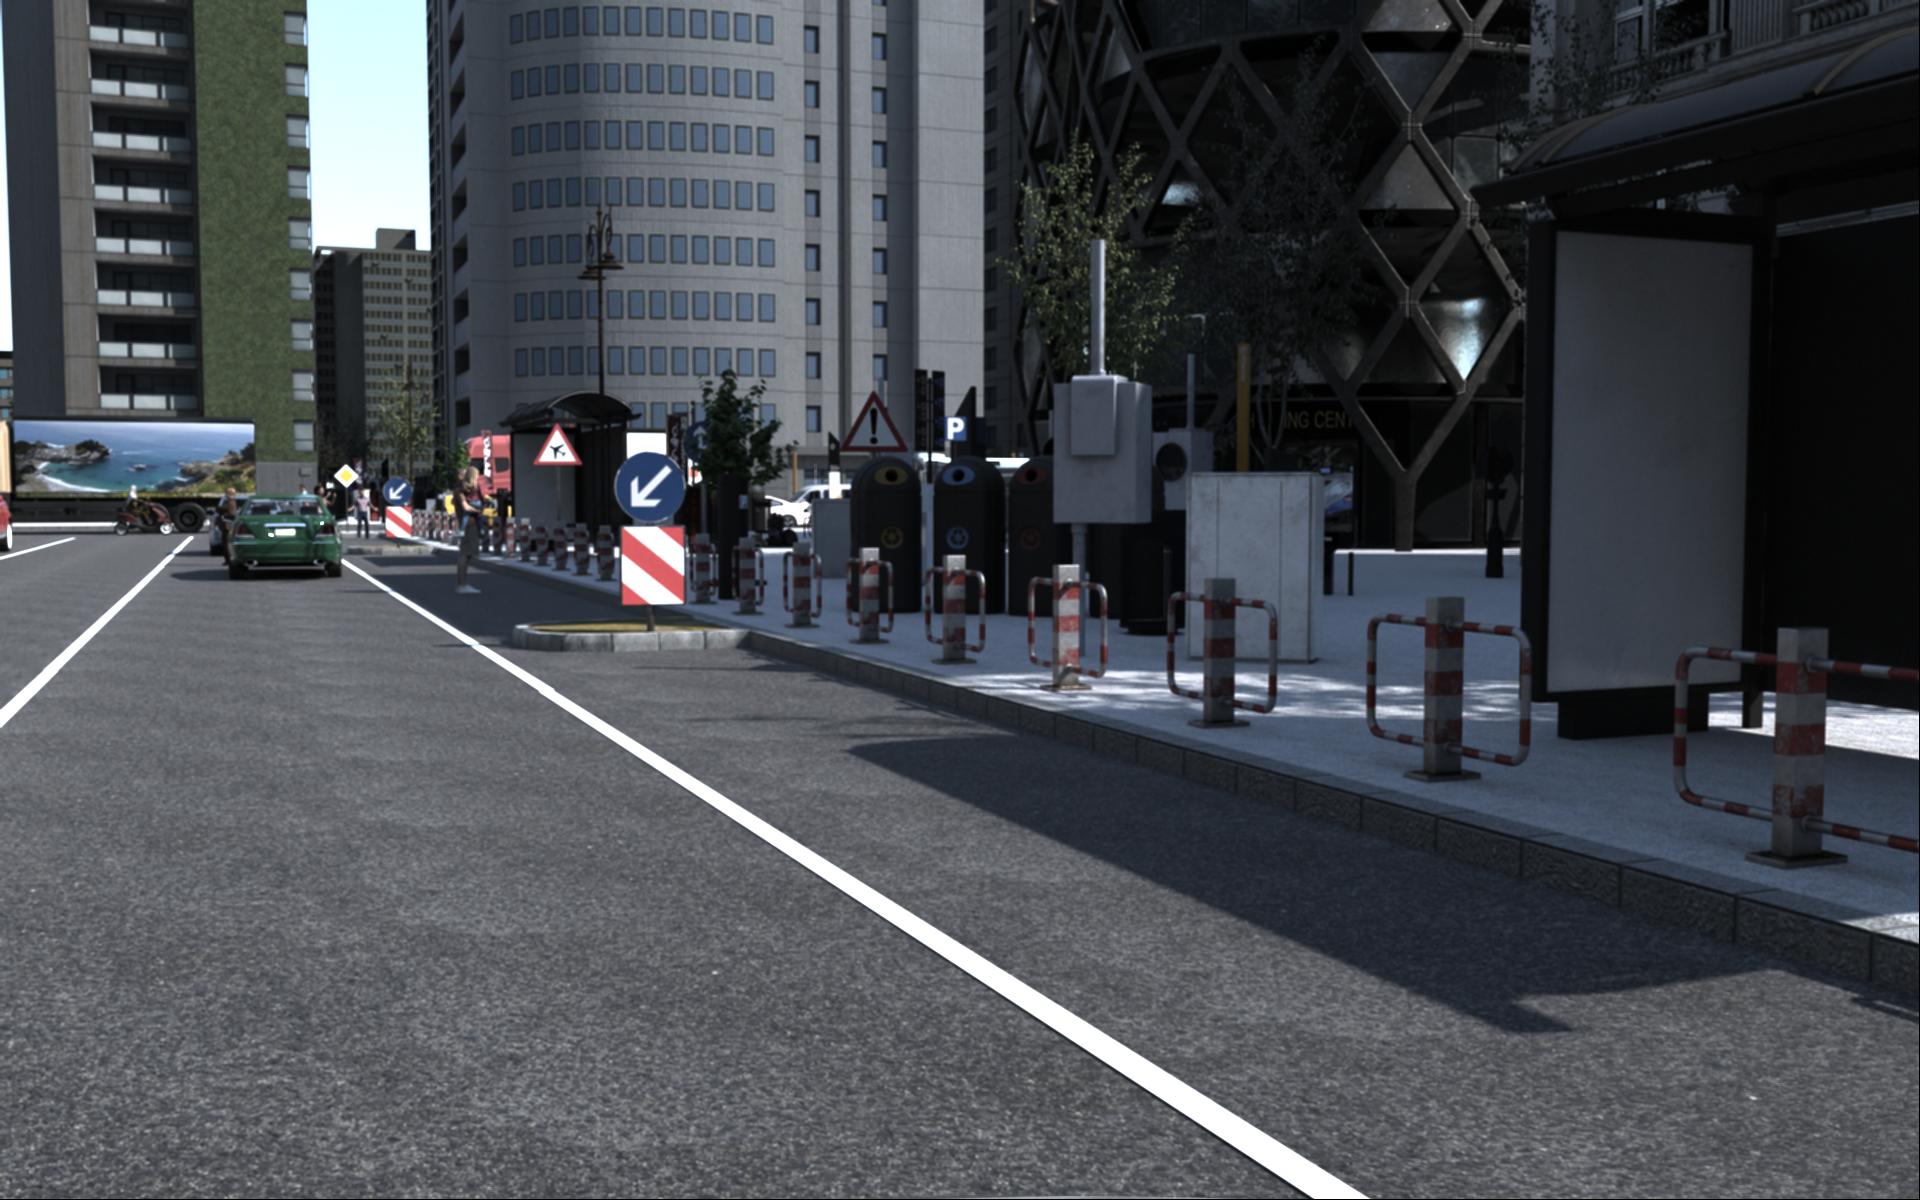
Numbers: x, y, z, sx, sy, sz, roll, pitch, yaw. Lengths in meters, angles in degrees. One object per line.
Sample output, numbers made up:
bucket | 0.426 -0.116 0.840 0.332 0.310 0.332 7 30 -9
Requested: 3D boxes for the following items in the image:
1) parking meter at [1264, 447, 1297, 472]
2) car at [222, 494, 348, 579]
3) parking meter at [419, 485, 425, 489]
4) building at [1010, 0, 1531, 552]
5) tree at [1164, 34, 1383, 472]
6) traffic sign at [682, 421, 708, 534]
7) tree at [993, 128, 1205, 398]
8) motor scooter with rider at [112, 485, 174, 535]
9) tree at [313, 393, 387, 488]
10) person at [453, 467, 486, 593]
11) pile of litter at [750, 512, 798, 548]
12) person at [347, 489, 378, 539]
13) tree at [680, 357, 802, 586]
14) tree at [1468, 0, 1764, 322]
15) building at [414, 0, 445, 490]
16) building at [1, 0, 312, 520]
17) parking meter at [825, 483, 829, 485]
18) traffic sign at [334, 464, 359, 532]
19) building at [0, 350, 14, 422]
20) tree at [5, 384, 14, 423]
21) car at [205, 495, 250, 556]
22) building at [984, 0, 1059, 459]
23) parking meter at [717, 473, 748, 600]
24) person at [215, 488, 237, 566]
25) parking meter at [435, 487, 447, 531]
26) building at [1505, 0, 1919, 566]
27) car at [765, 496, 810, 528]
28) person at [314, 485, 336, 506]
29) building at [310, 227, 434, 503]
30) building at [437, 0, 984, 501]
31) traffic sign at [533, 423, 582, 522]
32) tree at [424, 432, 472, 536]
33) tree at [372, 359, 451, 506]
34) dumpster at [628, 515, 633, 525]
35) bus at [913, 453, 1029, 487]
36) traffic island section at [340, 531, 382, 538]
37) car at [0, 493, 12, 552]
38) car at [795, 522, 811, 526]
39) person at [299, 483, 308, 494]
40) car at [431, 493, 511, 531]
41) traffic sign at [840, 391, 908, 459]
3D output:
parking meter | 4.046 -0.987 21.843 0.399 1.863 0.255 -1 4 -12
car | -12.009 -1.165 30.842 2.131 1.459 4.920 -1 4 -21
parking meter | -35.935 -6.726 115.686 0.255 1.863 0.399 0 4 8
building | 10.727 -10.962 46.677 16.820 18.784 16.811 -1 4 -23
tree | 5.180 -4.791 28.692 4.360 8.622 3.978 0 3 0
traffic sign | -4.477 -1.846 30.291 0.768 2.556 0.104 -1 4 -19
tree | 2.801 -5.232 35.903 4.737 8.622 4.395 0 3 0
motor scooter with rider | -28.595 -3.154 60.535 1.986 1.779 0.876 -1 4 -23
tree | -44.108 -10.764 126.359 4.360 8.622 3.978 0 3 0
person | -7.128 -1.017 25.095 0.580 1.828 0.573 2 4 25
pile of litter | -4.636 -1.715 42.005 1.719 0.858 1.176 -1 4 -23
person | -18.885 -2.708 54.735 0.963 1.587 0.435 -2 4 -31
tree | -3.320 -1.817 24.317 1.663 3.219 1.824 0 3 0
tree | 8.856 -4.495 23.851 4.360 8.622 3.978 0 3 0
building | -49.188 -46.047 191.115 20.563 71.187 20.611 -1 4 -23
building | -41.544 -24.876 90.313 14.086 41.232 14.154 -1 4 -23
parking meter | -6.796 -5.121 89.441 0.255 1.863 0.399 1 4 8
traffic sign | -20.559 -3.329 58.064 0.795 2.450 0.064 -1 4 -23
building | -139.650 -23.505 229.349 28.899 21.520 27.650 -1 4 -23
tree | -69.669 -13.983 135.270 9.857 13.997 8.962 0 3 0
car | -17.128 -1.821 41.775 2.014 1.417 4.499 -1 4 -22
building | 14.205 -41.429 115.609 20.611 71.187 20.563 -1 4 -23
parking meter | -2.768 -0.777 21.120 0.372 1.533 0.369 0 3 0
person | -14.709 -1.466 34.738 0.388 1.546 0.482 -1 4 -14
parking meter | -18.026 -3.167 60.187 0.372 1.533 0.369 0 3 0
building | 19.818 -11.008 21.779 13.314 21.916 24.055 -1 4 -23
car | -8.181 -3.318 66.612 4.827 1.381 2.083 -2 4 -24
person | -15.839 -2.030 43.157 0.517 1.644 0.566 -2 4 -31
building | -82.985 -34.503 256.007 23.993 40.220 32.217 -1 4 -23
building | -15.587 -34.327 103.250 28.212 58.520 21.231 -1 4 -23
traffic sign | -7.380 -1.945 31.802 0.884 2.594 0.081 -1 4 -15
tree | -15.557 -3.633 54.003 1.663 3.219 1.824 0 3 0
tree | -30.502 -8.888 95.675 4.737 8.622 4.395 0 3 0
dumpster | -9.085 -2.645 45.733 1.502 2.255 1.985 -1 4 -22
bus | 2.816 -4.974 76.190 13.247 3.499 2.948 -2 4 -24
traffic island section | -20.540 -2.194 58.150 2.009 0.180 2.903 -1 4 -23
car | -23.977 -1.992 41.238 2.281 1.827 5.304 -1 4 -22
car | -5.713 -3.953 77.213 3.894 1.354 1.945 -1 4 -22
person | -23.582 -3.286 62.322 0.778 1.811 0.616 -1 4 -9
car | -18.762 -3.537 68.046 3.980 1.641 2.015 -1 4 -23
traffic sign | -1.095 -1.340 21.906 0.884 2.594 0.081 -1 4 -17
